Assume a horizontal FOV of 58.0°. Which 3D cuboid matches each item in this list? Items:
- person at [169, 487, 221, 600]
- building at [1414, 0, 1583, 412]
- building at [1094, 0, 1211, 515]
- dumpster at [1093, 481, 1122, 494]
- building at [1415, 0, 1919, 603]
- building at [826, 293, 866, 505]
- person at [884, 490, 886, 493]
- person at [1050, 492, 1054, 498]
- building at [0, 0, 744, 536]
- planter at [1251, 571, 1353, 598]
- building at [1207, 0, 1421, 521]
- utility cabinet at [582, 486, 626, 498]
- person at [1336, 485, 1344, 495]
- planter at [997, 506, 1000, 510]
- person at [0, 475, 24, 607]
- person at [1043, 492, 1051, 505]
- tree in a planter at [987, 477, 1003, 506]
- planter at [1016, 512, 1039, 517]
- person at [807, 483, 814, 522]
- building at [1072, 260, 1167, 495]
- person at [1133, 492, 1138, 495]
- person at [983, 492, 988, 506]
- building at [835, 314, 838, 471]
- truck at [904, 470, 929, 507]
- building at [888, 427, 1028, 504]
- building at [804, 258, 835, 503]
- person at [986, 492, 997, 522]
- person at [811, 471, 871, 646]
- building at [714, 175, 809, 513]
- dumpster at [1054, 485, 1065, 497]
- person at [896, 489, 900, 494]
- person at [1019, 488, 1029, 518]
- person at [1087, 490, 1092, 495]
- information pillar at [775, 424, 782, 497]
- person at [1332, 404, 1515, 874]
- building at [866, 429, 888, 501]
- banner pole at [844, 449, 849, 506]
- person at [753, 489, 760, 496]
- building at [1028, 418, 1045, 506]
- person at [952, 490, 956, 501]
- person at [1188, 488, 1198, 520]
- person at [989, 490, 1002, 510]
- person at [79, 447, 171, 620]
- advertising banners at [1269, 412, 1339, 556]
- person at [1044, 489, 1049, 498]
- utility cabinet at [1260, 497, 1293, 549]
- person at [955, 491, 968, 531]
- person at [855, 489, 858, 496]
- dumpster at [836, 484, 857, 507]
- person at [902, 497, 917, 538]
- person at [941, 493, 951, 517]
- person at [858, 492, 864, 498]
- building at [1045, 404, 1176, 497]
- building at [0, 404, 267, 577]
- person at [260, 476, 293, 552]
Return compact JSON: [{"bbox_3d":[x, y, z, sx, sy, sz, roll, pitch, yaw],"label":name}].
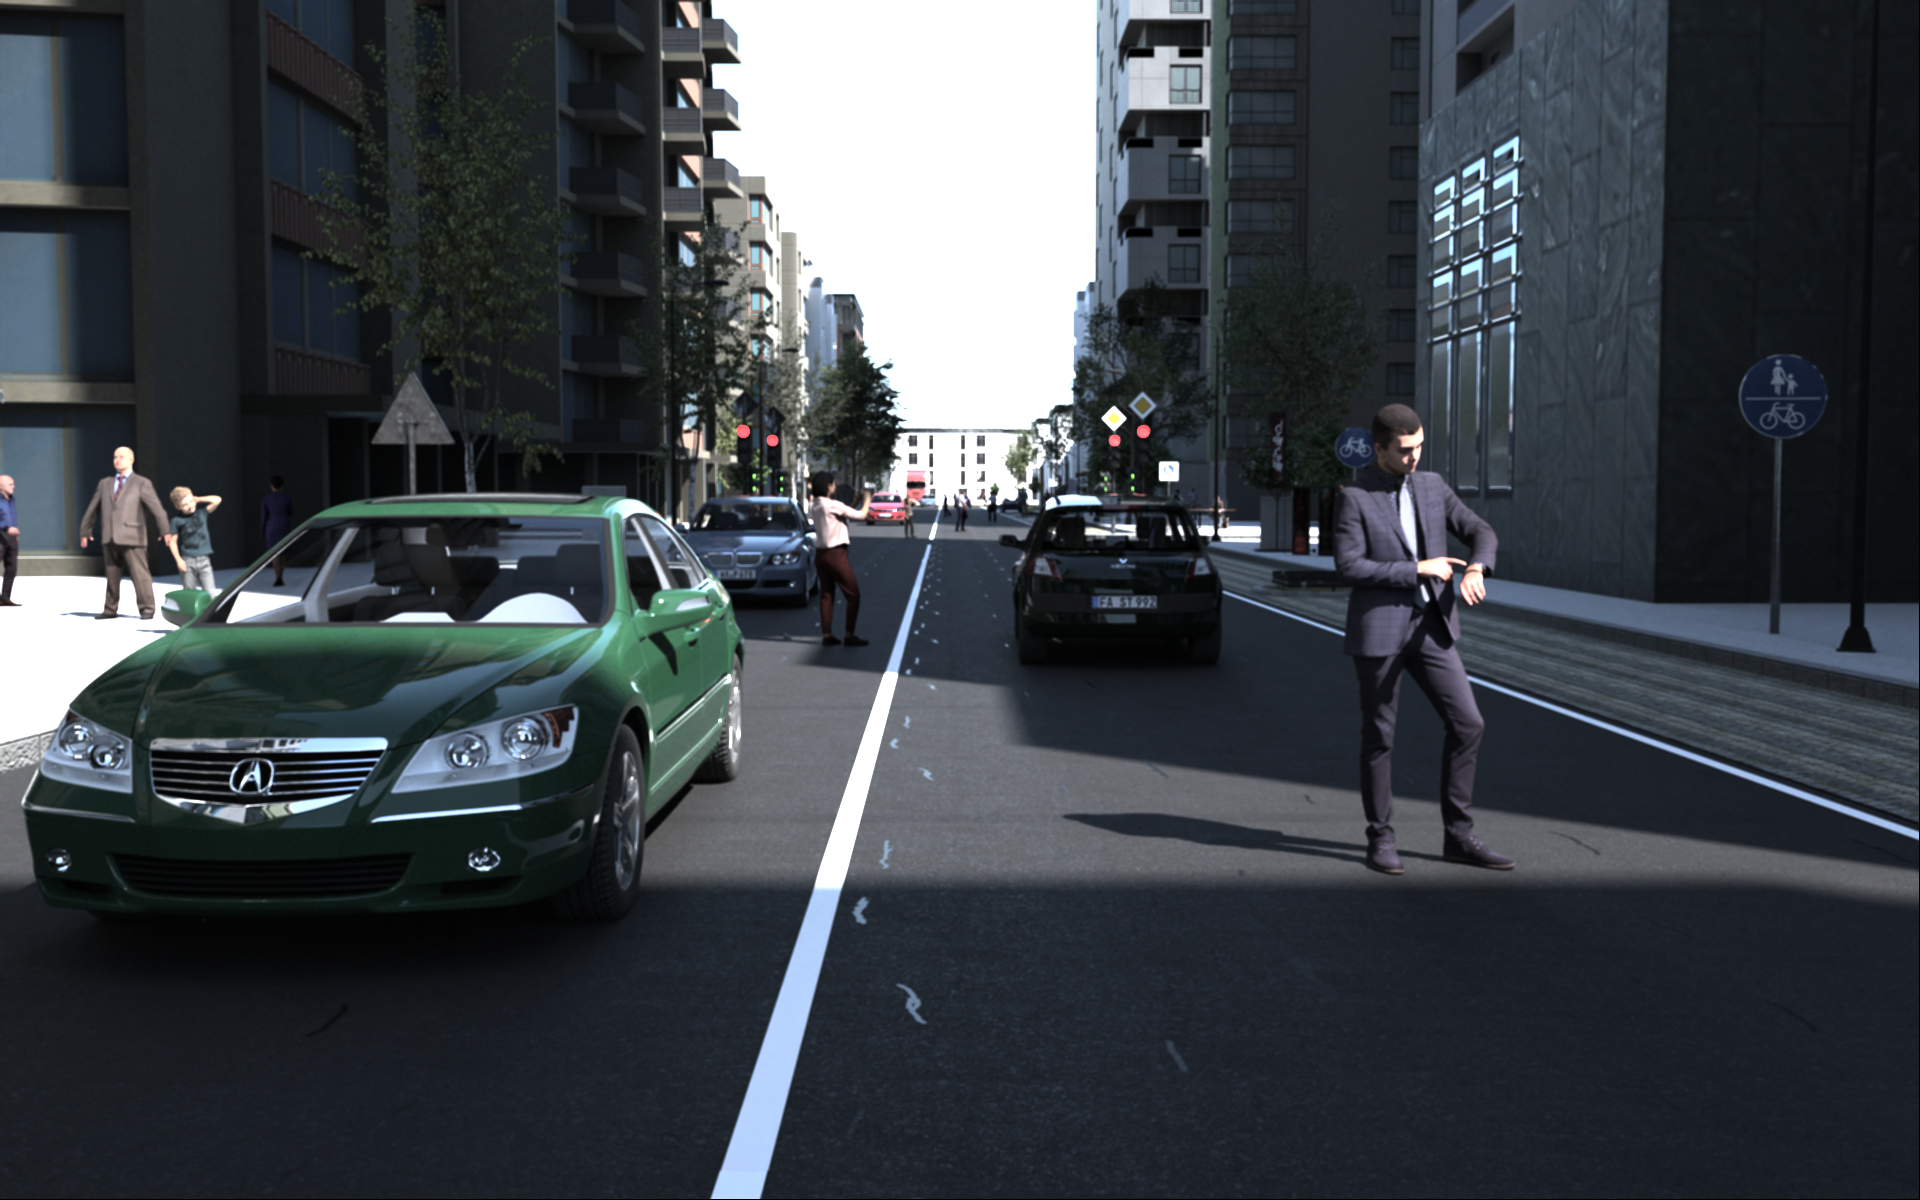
[{"bbox_3d":[-6.831,-0.343,15.553,0.435,1.345,0.340,-3,5,-40],"label":"person"},{"bbox_3d":[33.726,-31.967,64.664,28.212,58.520,21.231,0,4,-1],"label":"building"},{"bbox_3d":[23.567,-32.229,116.187,28.713,52.752,27.495,0,4,-1],"label":"building"},{"bbox_3d":[6.766,-4.495,79.246,1.264,1.857,1.865,0,4,-1],"label":"dumpster"},{"bbox_3d":[19.344,-42.820,12.778,22.319,86.520,31.000,0,4,-1],"label":"building"},{"bbox_3d":[-27.101,-21.168,190.075,32.646,21.610,27.936,0,4,-1],"label":"building"},{"bbox_3d":[-8.648,-11.692,198.002,0.445,1.727,0.742,-2,4,-24],"label":"person"},{"bbox_3d":[8.280,-9.052,157.273,0.599,1.433,0.991,3,4,36],"label":"person"},{"bbox_3d":[-20.866,-25.466,70.992,22.147,44.769,28.867,0,4,-1],"label":"building"},{"bbox_3d":[5.214,-0.222,24.763,1.991,0.319,1.994,0,4,-1],"label":"planter"},{"bbox_3d":[19.551,-24.720,87.765,14.154,41.232,14.086,0,4,-1],"label":"building"},{"bbox_3d":[-9.739,-2.368,47.394,1.173,1.500,0.318,0,4,-8],"label":"utility cabinet"},{"bbox_3d":[10.283,-2.347,46.884,0.387,1.526,0.523,-1,4,-17],"label":"person"},{"bbox_3d":[3.995,-8.364,157.896,1.991,0.319,1.994,0,4,-1],"label":"planter"},{"bbox_3d":[-10.799,-0.661,19.537,0.600,1.496,0.574,2,4,29],"label":"person"},{"bbox_3d":[4.386,-4.605,86.336,0.480,1.512,0.613,0,4,-7],"label":"person"},{"bbox_3d":[3.744,-11.475,184.839,1.991,3.239,1.994,0,4,-1],"label":"tree in a planter"},{"bbox_3d":[4.453,-5.279,107.454,1.991,0.319,1.994,0,4,-1],"label":"planter"},{"bbox_3d":[-6.963,-4.534,80.309,0.434,1.807,0.598,0,4,2],"label":"person"},{"bbox_3d":[17.391,-17.467,142.005,16.016,20.091,11.380,0,4,-1],"label":"building"},{"bbox_3d":[6.425,-3.229,62.750,0.435,1.345,0.340,3,4,38],"label":"person"},{"bbox_3d":[3.000,-11.771,201.676,0.721,1.743,1.217,1,4,22],"label":"person"},{"bbox_3d":[-18.451,-17.846,148.209,16.016,20.091,11.380,0,4,-1],"label":"building"},{"bbox_3d":[-4.972,-13.043,202.162,2.839,4.237,11.283,0,4,1],"label":"truck"},{"bbox_3d":[5.316,-17.155,222.637,28.070,9.664,9.099,0,4,-1],"label":"building"},{"bbox_3d":[-18.468,-17.149,136.803,16.016,20.091,11.380,0,4,-1],"label":"building"},{"bbox_3d":[1.624,-4.794,89.100,0.614,1.554,0.590,-1,4,-14],"label":"person"},{"bbox_3d":[-1.130,-0.397,16.449,0.566,1.644,0.517,0,4,-1],"label":"person"},{"bbox_3d":[-24.473,-16.113,108.485,27.650,21.520,28.899,0,4,-1],"label":"building"},{"bbox_3d":[6.445,-6.153,106.354,1.264,1.857,1.865,0,4,0],"label":"dumpster"},{"bbox_3d":[-4.304,-6.631,117.045,0.598,1.807,0.434,3,4,36],"label":"person"},{"bbox_3d":[3.872,-5.860,104.447,0.598,1.807,0.434,0,4,-1],"label":"person"},{"bbox_3d":[7.825,-5.823,103.465,0.499,1.552,0.429,3,4,36],"label":"person"},{"bbox_3d":[-6.057,-4.067,57.846,0.183,3.616,0.504,1,4,10],"label":"information pillar"},{"bbox_3d":[1.772,0.148,6.534,0.683,1.767,0.568,-1,4,-19],"label":"person"},{"bbox_3d":[-22.751,-17.121,222.071,28.070,9.664,9.099,0,4,-1],"label":"building"},{"bbox_3d":[-6.358,-6.566,97.374,0.401,3.779,0.863,1,4,15],"label":"banner pole"},{"bbox_3d":[-8.958,-4.181,76.666,0.482,1.546,0.388,1,4,10],"label":"person"},{"bbox_3d":[12.978,-15.177,190.285,9.099,9.664,28.070,0,4,-1],"label":"building"},{"bbox_3d":[-0.592,-10.880,186.018,0.705,1.869,1.348,1,4,15],"label":"person"},{"bbox_3d":[11.325,-4.658,84.258,0.516,1.574,0.319,0,4,3],"label":"person"},{"bbox_3d":[3.050,-8.861,153.308,1.348,1.831,0.705,1,4,23],"label":"person"},{"bbox_3d":[-8.502,-0.675,17.639,0.990,1.755,0.434,0,4,5],"label":"person"},{"bbox_3d":[7.195,-2.458,36.375,0.090,3.025,2.074,-2,4,-33],"label":"advertising banners"},{"bbox_3d":[8.183,-9.624,163.940,0.434,1.755,0.990,3,5,40],"label":"person"},{"bbox_3d":[7.477,-1.789,40.408,0.306,1.237,1.020,-3,4,-37],"label":"utility cabinet"},{"bbox_3d":[0.053,-3.411,66.479,0.590,1.554,0.614,-1,4,-21],"label":"person"},{"bbox_3d":[-10.204,-10.168,172.817,0.617,1.759,0.750,0,4,5],"label":"person"},{"bbox_3d":[-6.753,-5.869,101.713,1.264,1.857,1.865,0,4,0],"label":"dumpster"},{"bbox_3d":[-1.643,-2.708,56.685,0.340,1.345,0.435,2,4,34],"label":"person"},{"bbox_3d":[-0.940,-6.054,110.175,0.600,1.496,0.574,3,4,36],"label":"person"},{"bbox_3d":[-9.734,-9.990,169.455,0.705,1.814,1.350,-2,4,-27],"label":"person"},{"bbox_3d":[13.619,-13.463,162.272,9.099,9.664,28.070,0,4,-1],"label":"building"},{"bbox_3d":[-24.465,-23.098,32.270,28.867,44.769,22.147,0,4,-1],"label":"building"},{"bbox_3d":[-9.552,-0.965,24.188,0.453,1.535,0.546,-3,5,-42],"label":"person"}]
